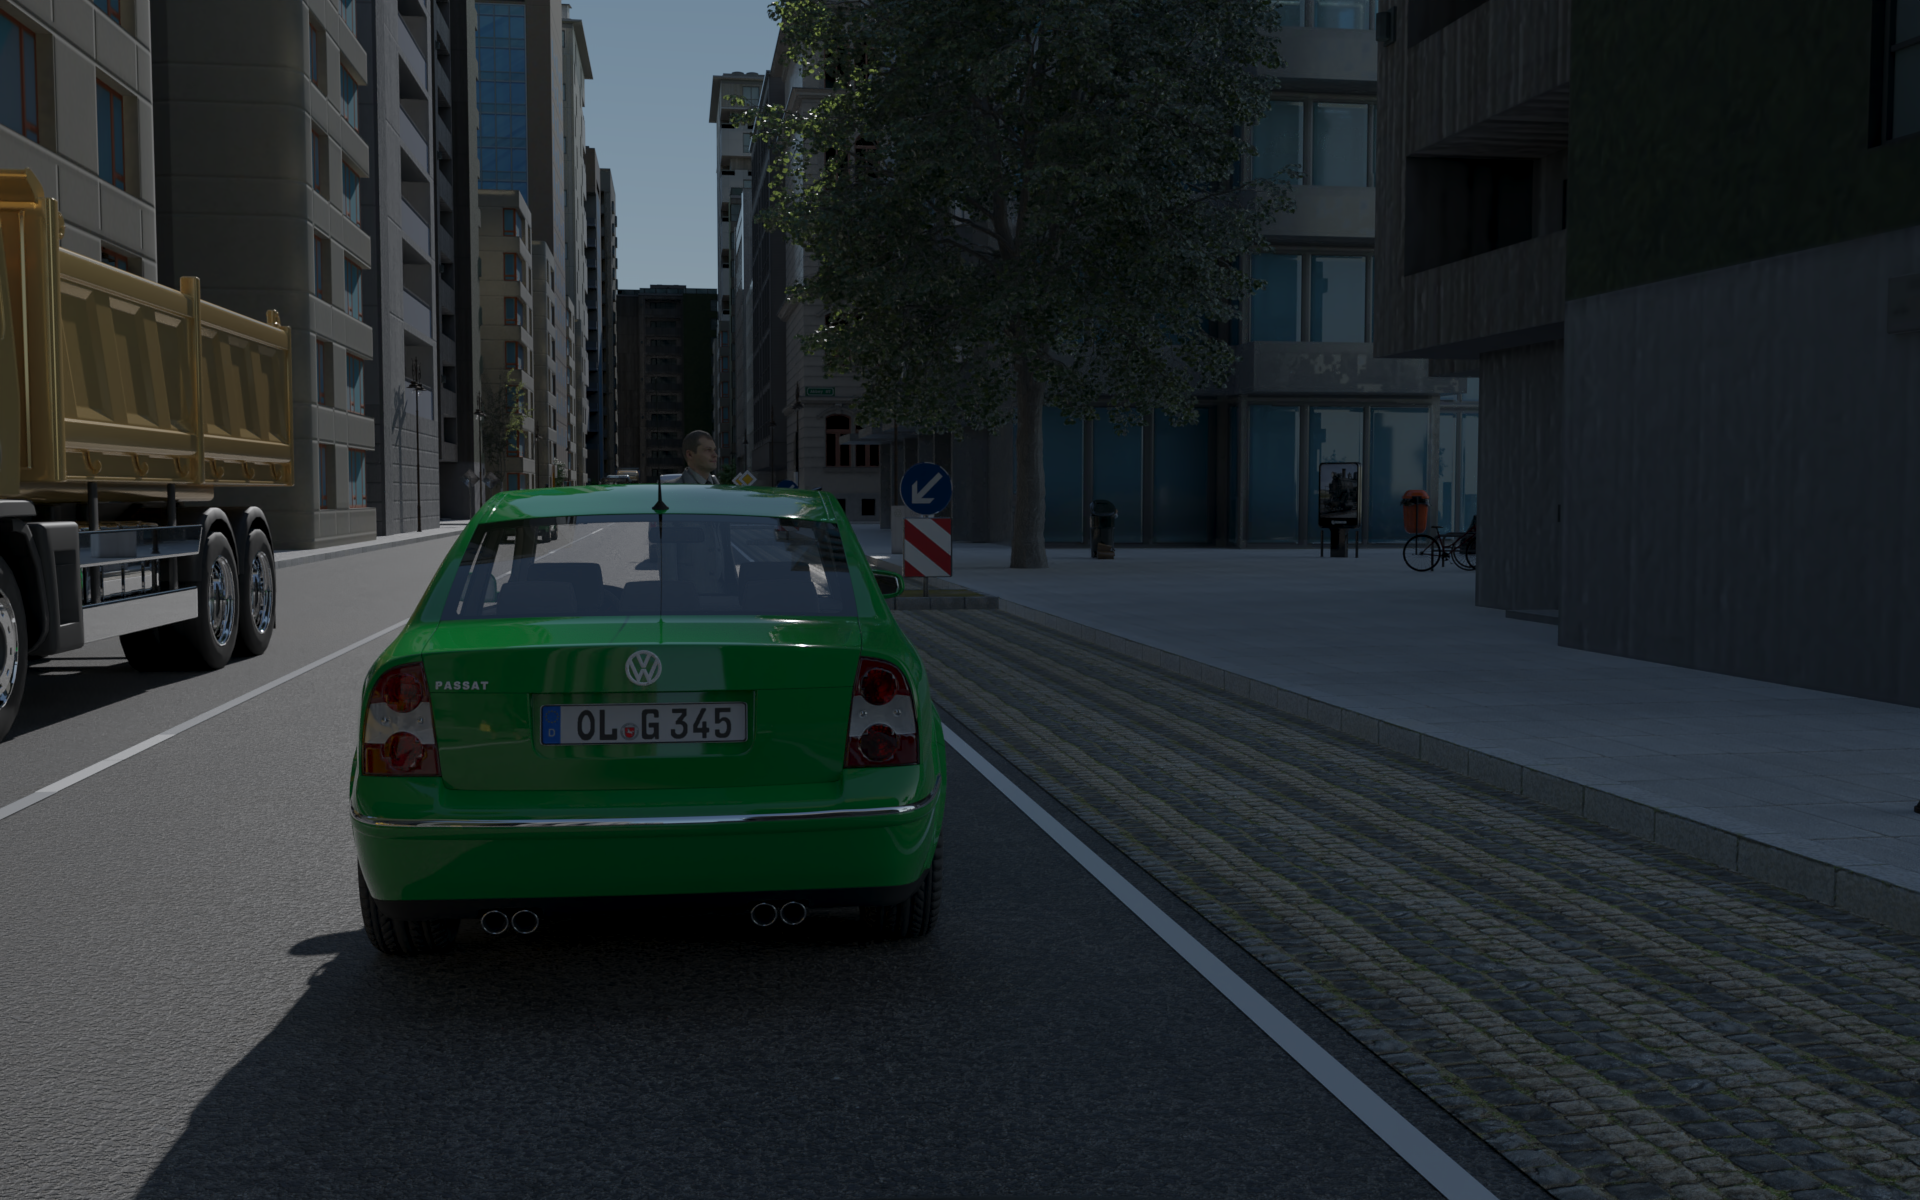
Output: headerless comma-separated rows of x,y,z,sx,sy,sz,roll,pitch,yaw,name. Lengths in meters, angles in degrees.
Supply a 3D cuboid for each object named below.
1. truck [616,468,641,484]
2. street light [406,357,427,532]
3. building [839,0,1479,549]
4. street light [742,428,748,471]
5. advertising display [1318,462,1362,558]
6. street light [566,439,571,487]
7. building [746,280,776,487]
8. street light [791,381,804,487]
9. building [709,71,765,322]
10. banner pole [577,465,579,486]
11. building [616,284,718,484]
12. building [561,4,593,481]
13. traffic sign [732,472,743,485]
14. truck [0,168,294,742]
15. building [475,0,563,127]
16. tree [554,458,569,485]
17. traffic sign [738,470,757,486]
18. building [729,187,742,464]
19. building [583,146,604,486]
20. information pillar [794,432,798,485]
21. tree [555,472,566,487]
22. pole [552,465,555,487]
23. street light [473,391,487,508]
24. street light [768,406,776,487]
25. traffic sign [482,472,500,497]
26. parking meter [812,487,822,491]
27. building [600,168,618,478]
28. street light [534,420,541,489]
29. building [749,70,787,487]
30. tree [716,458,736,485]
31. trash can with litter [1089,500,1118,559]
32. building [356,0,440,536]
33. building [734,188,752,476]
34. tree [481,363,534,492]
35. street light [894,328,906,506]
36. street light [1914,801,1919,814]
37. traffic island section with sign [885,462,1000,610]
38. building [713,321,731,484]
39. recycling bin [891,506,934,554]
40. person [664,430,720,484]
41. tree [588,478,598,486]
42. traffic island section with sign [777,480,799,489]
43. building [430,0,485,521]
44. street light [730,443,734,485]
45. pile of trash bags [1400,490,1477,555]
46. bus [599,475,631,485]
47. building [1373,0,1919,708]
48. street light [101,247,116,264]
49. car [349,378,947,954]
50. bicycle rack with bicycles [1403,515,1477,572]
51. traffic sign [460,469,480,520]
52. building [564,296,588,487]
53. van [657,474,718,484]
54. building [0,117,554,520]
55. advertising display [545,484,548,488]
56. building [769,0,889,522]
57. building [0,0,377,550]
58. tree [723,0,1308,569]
-35.960,-12.157,187.674,2.839,4.237,11.283,-1,4,-10,truck
-18.288,-5.237,58.415,0.468,5.910,1.993,-1,4,-9,street light
8.828,-26.527,53.322,23.786,49.044,30.456,-1,4,-9,building
-14.986,-9.075,121.159,0.468,5.910,1.993,-1,4,-9,street light
7.684,-1.825,35.053,0.123,1.923,0.974,-3,5,-42,advertising display
-31.816,-10.274,140.774,0.468,5.910,1.993,-1,4,-9,street light
-9.994,-16.606,126.261,10.420,20.320,16.860,-1,4,-9,building
-6.659,-6.013,71.106,0.468,5.910,1.993,-1,4,-9,street light
-16.418,-38.355,216.337,28.713,52.752,27.495,-1,4,-9,building
-32.533,-9.641,147.650,0.401,3.779,0.863,-1,4,-15,banner pole
-40.781,-28.770,242.088,14.107,30.474,14.160,-1,4,-9,building
-55.167,-36.758,190.230,28.713,52.752,27.495,-1,4,-9,building
-10.019,-4.612,79.052,0.795,2.450,0.064,-1,4,-9,traffic sign
-6.944,-0.959,11.602,3.469,3.379,9.791,0,4,-8,truck
-39.494,-29.972,140.151,14.600,45.320,14.200,-1,4,-9,building
-31.618,-9.122,132.864,4.285,4.588,4.351,0,3,0,tree
-8.724,-4.130,71.172,0.795,2.450,0.064,-1,4,-9,traffic sign
-15.099,-24.139,166.380,14.160,30.474,14.107,-1,4,-9,building
-52.579,-34.726,217.881,14.200,45.320,14.600,-1,4,-9,building
-6.175,-4.517,65.200,0.183,3.616,0.504,-1,4,-15,information pillar
-30.409,-8.219,128.984,1.663,3.219,1.824,0,3,0,tree
-28.697,-7.861,122.373,0.158,3.312,0.155,0,3,0,pole
-21.431,-6.397,77.378,0.468,5.910,1.993,-1,4,-9,street light
-9.713,-7.152,89.726,0.468,5.910,1.993,-1,4,-9,street light
-20.921,-4.504,77.287,0.795,2.450,0.064,-1,4,-9,traffic sign
-5.018,-3.202,60.758,0.372,1.533,0.369,0,3,0,parking meter
-59.105,-37.874,242.945,21.600,48.544,21.300,-1,4,-9,building
-26.508,-8.321,108.843,0.468,5.910,1.993,-1,4,-9,street light
-5.126,-19.085,105.554,14.314,27.812,24.014,-1,4,-9,building
-20.364,-10.558,156.343,4.285,4.588,4.351,0,3,0,tree
2.913,-1.409,34.422,0.624,1.170,1.055,0,4,-5,trash can with litter
-32.804,-31.509,57.178,28.212,58.520,21.231,-1,4,-9,building
-12.373,-19.976,144.637,12.078,24.808,19.932,-1,4,-9,building
-25.810,-8.934,96.438,4.360,8.622,3.978,0,3,0,tree
-1.451,-4.064,39.227,0.468,5.910,1.993,-1,4,-9,street light
3.935,-2.079,6.780,0.468,5.910,1.993,-1,4,-9,street light
-0.641,-0.830,22.205,1.989,1.847,2.006,-1,4,-9,traffic island section with sign
-12.664,-21.045,189.131,27.650,21.520,28.899,-1,4,-9,building
-1.019,-1.509,37.231,0.722,1.027,0.722,1,4,22,recycling bin
-1.551,-0.109,10.376,0.767,1.812,0.694,2,4,29,person
-44.556,-13.283,211.780,1.663,3.219,1.824,0,3,0,tree
-5.012,-2.457,48.805,1.989,1.847,2.006,-1,4,-9,traffic island section with sign
-30.777,-18.997,82.302,14.160,30.474,14.107,-1,4,-9,building
-20.122,-11.017,152.915,0.468,5.910,1.993,-1,4,-9,street light
11.038,-1.636,36.496,3.447,1.369,1.912,0,4,8,pile of trash bags
-32.842,-10.452,165.745,2.948,3.499,13.247,-1,4,-10,bus
11.632,-14.996,16.893,14.160,30.474,14.107,-1,4,-9,building
-13.124,-3.314,26.965,0.468,5.910,1.993,-1,4,-9,street light
-1.132,0.119,6.850,1.959,1.807,4.718,0,4,-7,car
9.081,-0.959,29.062,2.925,0.926,2.852,1,4,22,bicycle rack with bicycles
-19.626,-4.022,69.407,0.795,2.450,0.064,-1,4,-9,traffic sign
-50.114,-19.477,163.490,27.650,21.520,28.899,-1,4,-9,building
-5.903,-1.878,37.718,2.013,2.044,4.112,-1,4,-8,van
-41.008,-16.251,110.741,27.650,21.520,28.899,-1,4,-9,building
-26.053,-6.358,109.171,0.123,1.923,0.974,-1,4,-18,advertising display
2.699,-18.328,87.057,23.554,28.519,14.401,-1,4,-9,building
-27.627,-11.394,31.336,27.650,21.520,28.899,-1,4,-9,building
1.090,-7.527,29.729,9.857,13.997,8.962,0,3,0,tree
